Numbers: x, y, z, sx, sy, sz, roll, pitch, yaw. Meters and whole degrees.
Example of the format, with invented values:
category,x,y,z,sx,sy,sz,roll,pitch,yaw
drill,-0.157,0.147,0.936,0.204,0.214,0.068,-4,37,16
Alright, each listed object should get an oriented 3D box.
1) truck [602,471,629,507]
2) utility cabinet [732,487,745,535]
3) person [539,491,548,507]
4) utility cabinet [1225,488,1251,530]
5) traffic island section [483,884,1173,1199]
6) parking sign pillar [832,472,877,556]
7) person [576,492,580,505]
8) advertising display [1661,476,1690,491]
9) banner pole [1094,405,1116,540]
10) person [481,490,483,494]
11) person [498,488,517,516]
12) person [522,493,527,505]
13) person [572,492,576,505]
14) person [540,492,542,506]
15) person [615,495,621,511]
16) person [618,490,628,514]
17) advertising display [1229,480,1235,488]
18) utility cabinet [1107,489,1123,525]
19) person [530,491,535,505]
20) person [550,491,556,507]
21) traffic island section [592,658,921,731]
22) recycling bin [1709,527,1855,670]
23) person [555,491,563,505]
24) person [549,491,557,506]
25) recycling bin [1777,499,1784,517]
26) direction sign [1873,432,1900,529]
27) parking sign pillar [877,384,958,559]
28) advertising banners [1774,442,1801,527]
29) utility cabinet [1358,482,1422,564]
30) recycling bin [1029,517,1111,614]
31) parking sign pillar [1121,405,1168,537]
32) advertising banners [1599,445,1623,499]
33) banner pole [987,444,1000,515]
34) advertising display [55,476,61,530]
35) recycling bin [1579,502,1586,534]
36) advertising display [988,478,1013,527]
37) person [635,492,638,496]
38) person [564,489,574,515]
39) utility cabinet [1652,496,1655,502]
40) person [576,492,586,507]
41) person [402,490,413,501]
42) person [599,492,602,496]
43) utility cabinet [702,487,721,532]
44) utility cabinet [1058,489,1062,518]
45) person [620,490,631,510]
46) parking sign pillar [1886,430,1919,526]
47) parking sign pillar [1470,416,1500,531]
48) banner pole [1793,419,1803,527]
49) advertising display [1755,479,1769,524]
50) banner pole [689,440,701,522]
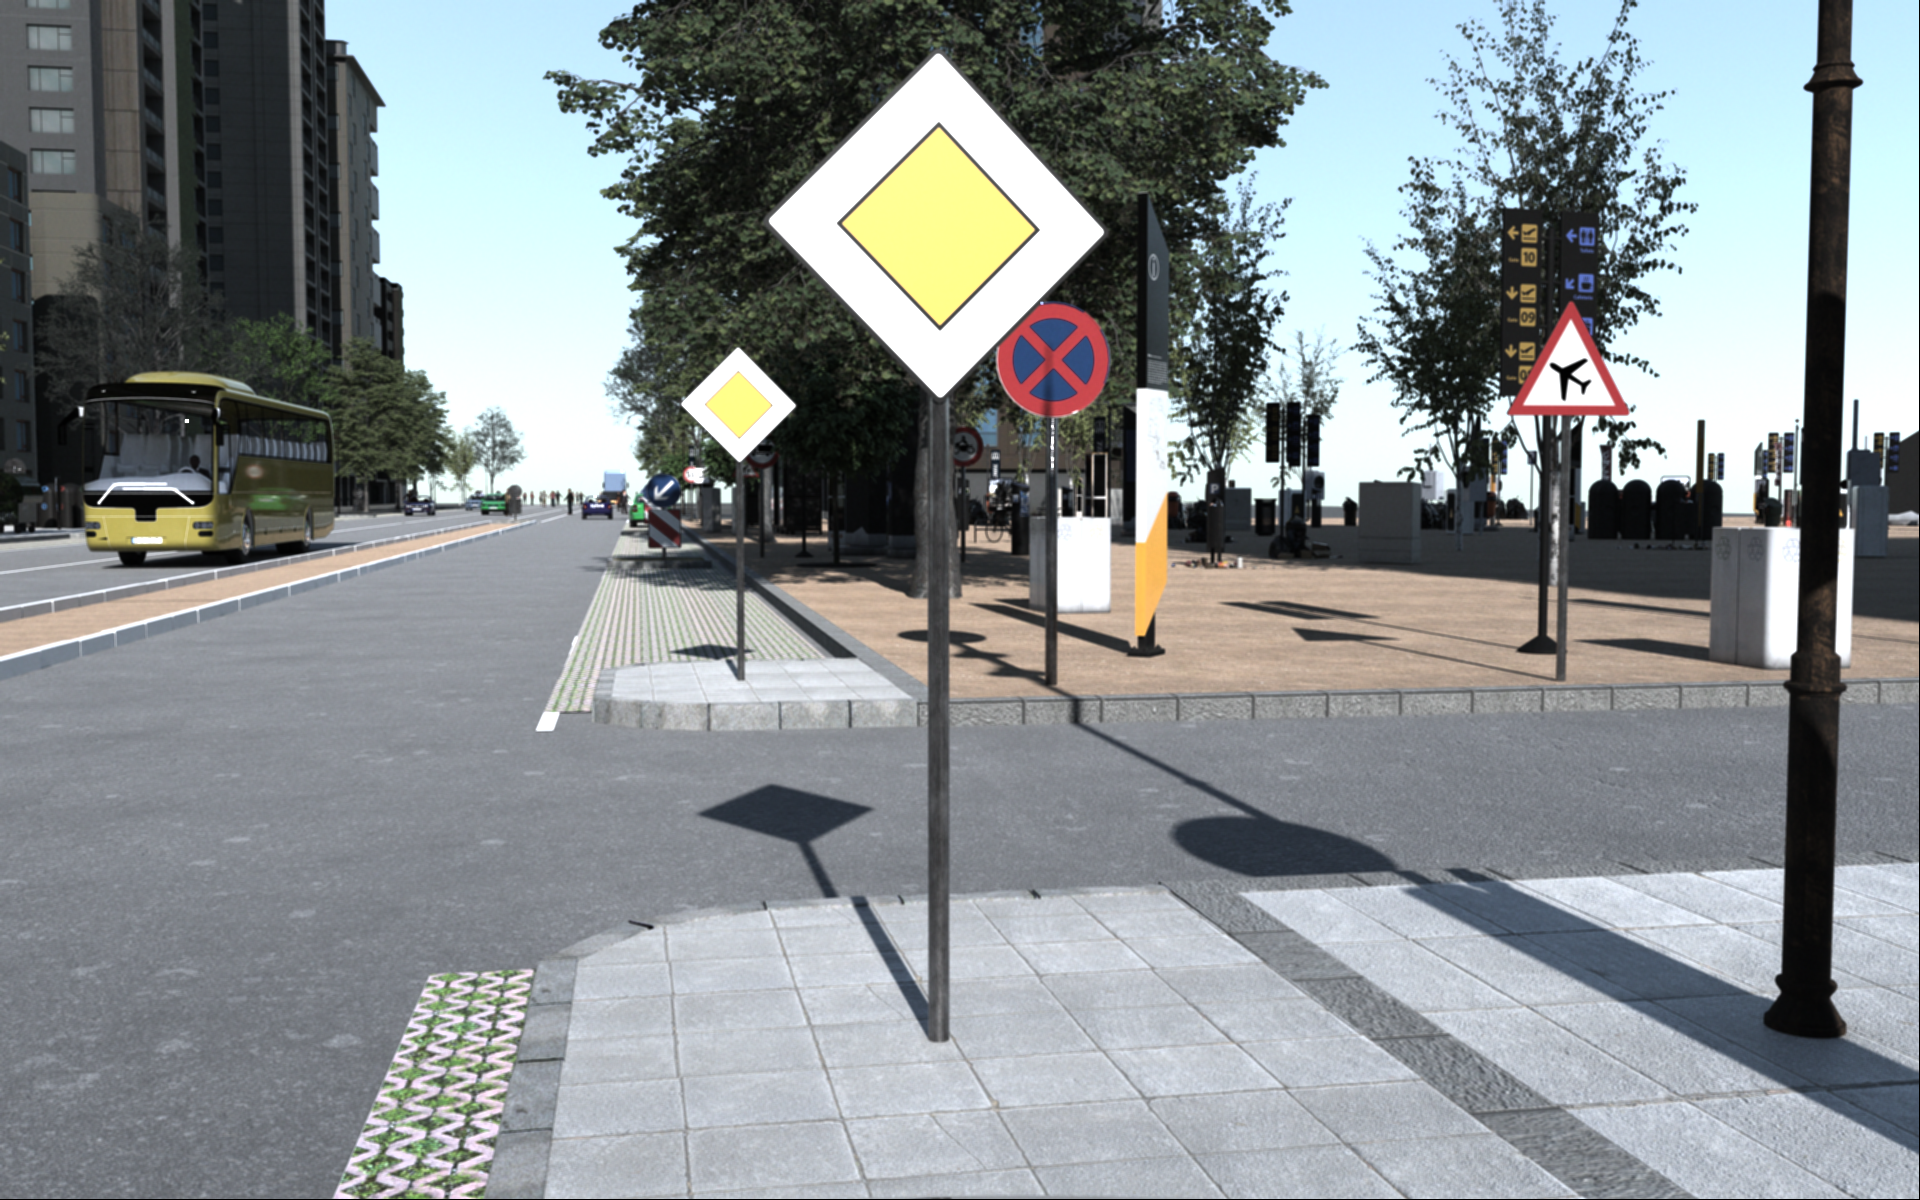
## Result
category,x,y,z,sx,sy,sz,roll,pitch,yaw
truck,-38.517,-12.365,191.918,2.967,4.110,18.799,-1,4,-9
utility cabinet,-6.911,-2.778,54.095,0.318,1.500,1.173,-1,4,-13
person,-45.370,-11.034,188.903,1.348,1.824,0.705,2,4,28
utility cabinet,9.590,-3.177,60.617,1.173,1.500,0.318,0,4,6
traffic island section,-0.031,1.113,4.091,2.009,0.180,2.903,-1,4,-10
parking sign pillar,-1.990,-2.940,36.548,1.447,3.967,1.447,-2,4,-26
person,-52.503,-13.992,238.048,0.721,1.735,1.217,1,4,10
advertising display,25.581,-3.471,61.963,0.974,1.923,0.123,2,4,24
banner pole,4.071,-3.614,49.102,0.401,3.779,0.863,-3,5,-40
person,-53.231,-11.288,192.924,0.709,1.838,0.599,1,4,15
person,-29.537,-6.401,113.250,1.348,1.812,0.705,0,4,5
person,-54.993,-12.761,218.617,0.593,1.643,0.415,-3,4,-39
person,-49.221,-12.892,220.001,1.217,1.736,0.721,0,4,5
person,-51.367,-12.392,211.904,0.721,1.735,1.217,-1,4,-18
person,-28.599,-8.162,145.210,1.065,1.426,0.557,3,5,40
person,-24.115,-7.014,123.976,0.445,1.727,0.742,3,4,38
advertising display,12.502,-4.557,79.725,0.123,1.923,0.974,0,4,-1
utility cabinet,6.262,-3.785,70.563,0.318,1.500,1.173,2,4,30
person,-55.917,-13.335,226.470,0.705,1.831,1.348,0,4,6
person,-46.033,-11.418,195.898,0.721,1.743,1.217,1,4,19
traffic island section,-1.488,0.632,11.942,2.009,0.180,2.903,-1,4,-10
recycling bin,6.156,-0.027,12.997,0.722,1.027,0.722,-1,4,-12
person,-50.973,-12.929,219.514,1.348,1.869,0.705,0,4,-4
person,-49.413,-12.330,210.038,0.705,1.831,1.348,2,4,34
recycling bin,40.313,-4.447,85.267,0.722,1.027,0.722,3,4,37
direction sign,33.958,-4.377,63.554,0.379,3.537,0.876,-3,5,-44
parking sign pillar,-0.771,-2.830,34.746,1.447,3.967,1.447,-1,4,-13
advertising banners,28.262,-3.842,59.011,2.074,3.025,0.090,-2,4,-34
utility cabinet,7.908,-1.418,31.863,0.318,1.500,1.173,-3,5,-40
recycling bin,1.199,-0.390,18.923,0.722,1.027,0.722,-1,4,-16
parking sign pillar,5.596,-3.913,52.443,1.447,3.967,1.447,0,4,0
advertising banners,23.561,-3.995,61.500,2.074,3.025,0.090,-1,4,-15
banner pole,1.614,-5.898,86.457,0.863,3.779,0.401,1,4,12
advertising display,-32.745,-3.528,62.892,0.123,1.923,0.974,-2,4,-31
recycling bin,19.860,-2.668,56.169,0.722,1.027,0.722,1,4,13
advertising display,1.602,-3.830,67.840,0.974,1.923,0.123,0,3,0
person,-44.202,-13.952,237.328,0.721,1.736,1.217,1,4,15
person,-27.371,-6.902,121.365,0.705,1.821,1.348,-3,5,-40
utility cabinet,29.631,-3.874,74.499,0.306,1.237,1.020,2,4,29
person,-42.932,-11.438,196.338,1.217,1.723,0.721,-1,4,-23
person,-40.907,-7.327,128.811,1.217,1.766,0.721,-3,5,-42
person,-45.746,-12.914,220.566,0.530,1.710,0.541,0,4,-8
utility cabinet,-8.364,-3.042,58.417,0.318,1.500,1.173,-2,4,-25
utility cabinet,3.826,-3.648,68.324,0.318,1.500,1.173,-1,4,-13
person,-30.244,-8.997,155.623,1.348,1.821,0.705,-2,4,-25
parking sign pillar,38.396,-5.014,70.453,1.447,3.967,1.447,1,4,17
parking sign pillar,18.051,-4.390,60.242,1.447,3.967,1.447,0,4,8
banner pole,27.922,-4.124,57.449,0.401,3.779,0.863,-2,4,-27
advertising display,34.095,-4.185,73.640,0.123,1.923,0.974,0,4,0
banner pole,-12.263,-5.493,79.828,0.401,3.779,0.863,-3,5,-43
